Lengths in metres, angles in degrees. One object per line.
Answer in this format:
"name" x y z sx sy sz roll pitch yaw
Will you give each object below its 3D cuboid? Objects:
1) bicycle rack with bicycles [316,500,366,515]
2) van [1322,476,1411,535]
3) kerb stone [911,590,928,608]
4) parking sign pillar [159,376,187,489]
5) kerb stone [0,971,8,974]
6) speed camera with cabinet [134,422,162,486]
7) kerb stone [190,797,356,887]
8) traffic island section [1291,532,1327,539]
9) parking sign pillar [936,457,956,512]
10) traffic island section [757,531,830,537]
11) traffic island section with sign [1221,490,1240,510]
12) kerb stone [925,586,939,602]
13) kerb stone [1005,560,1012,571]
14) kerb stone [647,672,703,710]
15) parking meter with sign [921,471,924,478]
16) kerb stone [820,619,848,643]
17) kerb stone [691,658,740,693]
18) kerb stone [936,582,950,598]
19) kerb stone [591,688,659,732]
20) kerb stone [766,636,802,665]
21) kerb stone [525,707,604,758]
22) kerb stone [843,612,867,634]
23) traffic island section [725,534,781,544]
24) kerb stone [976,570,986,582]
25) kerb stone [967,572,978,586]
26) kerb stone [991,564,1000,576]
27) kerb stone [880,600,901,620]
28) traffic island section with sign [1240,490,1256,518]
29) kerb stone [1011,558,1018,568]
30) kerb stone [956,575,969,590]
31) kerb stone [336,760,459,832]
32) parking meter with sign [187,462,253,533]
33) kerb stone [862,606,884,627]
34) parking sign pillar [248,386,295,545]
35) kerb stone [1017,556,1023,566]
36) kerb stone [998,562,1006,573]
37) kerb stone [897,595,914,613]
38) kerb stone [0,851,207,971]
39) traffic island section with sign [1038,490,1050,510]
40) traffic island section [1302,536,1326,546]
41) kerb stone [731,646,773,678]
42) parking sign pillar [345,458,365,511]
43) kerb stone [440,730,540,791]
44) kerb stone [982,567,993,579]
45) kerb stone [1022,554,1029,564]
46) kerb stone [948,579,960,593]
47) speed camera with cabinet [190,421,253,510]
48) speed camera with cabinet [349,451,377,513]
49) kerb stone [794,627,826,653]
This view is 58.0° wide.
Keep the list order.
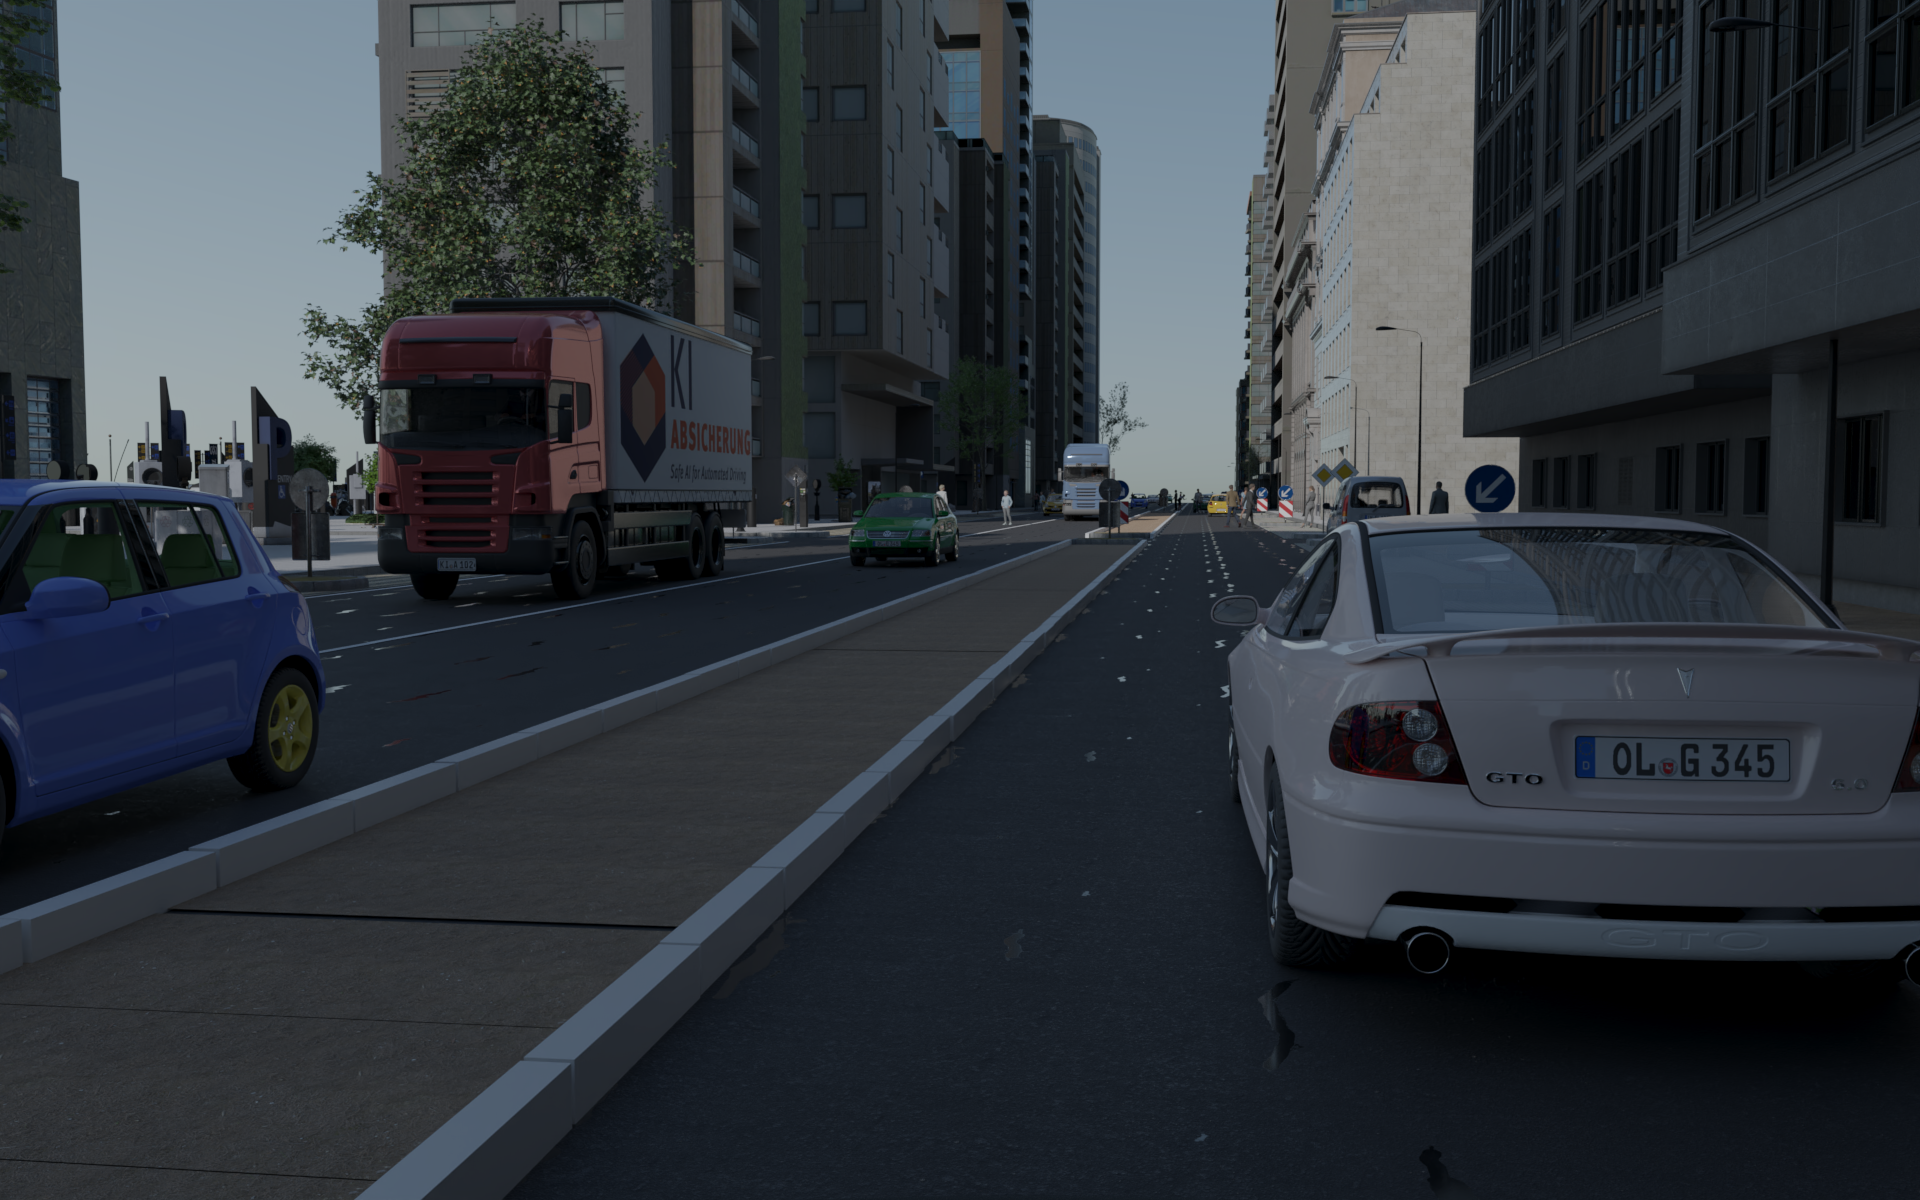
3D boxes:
"bicycle rack with bicycles" -37.915 -5.700 106.575 2.925 0.926 2.852 0 4 5
"van" 9.617 -2.070 40.852 2.013 2.044 4.112 0 4 7
"kerb stone" -0.581 0.012 21.994 0.120 0.150 1.000 0 4 8
"parking sign pillar" -18.305 -3.173 40.343 1.447 3.967 1.447 -1 4 -19
"kerb stone" -2.955 1.068 4.736 0.120 0.150 1.000 0 4 8
"speed camera with cabinet" -22.616 -3.207 46.776 2.038 3.252 0.660 -3 4 -37
"kerb stone" -2.668 0.944 6.767 0.120 0.150 1.000 0 4 8
"traffic island section" 11.842 -2.084 56.361 2.009 0.180 2.903 0 4 8
"parking sign pillar" -1.027 -8.355 125.084 1.447 3.967 1.447 -1 4 -17
"traffic island section" -5.586 -2.230 58.746 2.009 0.180 2.903 0 4 8
"traffic island section with sign" 28.736 -10.601 181.951 1.989 1.847 2.006 0 4 8
"kerb stone" -0.440 -0.050 23.015 0.120 0.150 1.000 0 4 8
"kerb stone" 0.811 -0.610 32.169 0.120 0.150 1.000 0 4 8
"kerb stone" -1.973 0.637 11.842 0.120 0.150 1.000 0 4 8
"parking meter with sign" -3.315 -8.178 129.975 0.543 3.016 1.738 1 4 22
"kerb stone" -1.279 0.324 16.912 0.120 0.150 1.000 0 4 8
"kerb stone" -1.838 0.572 12.855 0.120 0.150 1.000 0 4 8
"kerb stone" -0.309 -0.112 24.029 0.120 0.150 1.000 0 4 8
"kerb stone" -2.114 0.695 10.829 0.120 0.150 1.000 0 4 8
"kerb stone" -1.554 0.447 14.884 0.120 0.150 1.000 0 4 8
"kerb stone" -2.259 0.757 9.817 0.120 0.150 1.000 0 4 8
"kerb stone" -1.138 0.261 17.931 0.120 0.150 1.000 0 4 8
"traffic island section" -6.671 -1.746 50.834 2.009 0.180 2.903 0 4 8
"kerb stone" 0.253 -0.352 28.087 0.120 0.150 1.000 0 4 8
"kerb stone" 0.116 -0.298 27.073 0.120 0.150 1.000 0 4 8
"kerb stone" 0.529 -0.485 30.132 0.120 0.150 1.000 0 4 8
"kerb stone" -0.856 0.137 19.960 0.120 0.150 1.000 0 4 8
"traffic island section with sign" 18.213 -5.906 105.196 1.989 1.847 2.006 0 4 8
"kerb stone" 0.951 -0.673 33.193 0.120 0.150 1.000 0 4 8
"kerb stone" -0.031 -0.236 26.059 0.120 0.150 1.000 0 4 8
"kerb stone" -2.534 0.884 7.780 0.120 0.150 1.000 0 4 8
"parking meter with sign" -19.049 -2.937 44.273 1.738 3.016 0.543 -1 4 -14
"kerb stone" -1.004 0.199 18.945 0.120 0.150 1.000 0 4 8
"parking sign pillar" -17.432 -3.395 43.984 1.447 3.967 1.447 0 4 7
"kerb stone" 1.093 -0.735 34.206 0.120 0.150 1.000 0 4 8
"kerb stone" 0.670 -0.548 31.147 0.120 0.150 1.000 0 4 8
"kerb stone" -0.724 0.075 20.974 0.120 0.150 1.000 0 4 8
"kerb stone" -2.807 1.012 5.754 0.120 0.150 1.000 0 4 8
"traffic island section with sign" 7.942 -9.100 157.410 1.989 1.847 2.006 0 4 8
"traffic island section" 10.758 -1.601 48.450 2.009 0.180 2.903 0 4 8
"kerb stone" -1.698 0.509 13.869 0.120 0.150 1.000 0 4 8
"parking sign pillar" -45.500 -8.663 130.119 1.447 3.967 1.447 -3 5 -43
"kerb stone" -2.394 0.820 8.801 0.120 0.150 1.000 0 4 8
"kerb stone" 0.390 -0.423 29.111 0.120 0.150 1.000 0 4 8
"kerb stone" 1.234 -0.797 35.228 0.120 0.150 1.000 0 4 8
"kerb stone" -0.165 -0.174 25.041 0.120 0.150 1.000 0 4 8
"speed camera with cabinet" -19.531 -3.160 45.999 0.660 3.252 2.038 1 4 15
"speed camera with cabinet" -27.331 -5.280 80.660 2.038 3.252 0.660 -1 4 -23
"kerb stone" -1.418 0.385 15.897 0.120 0.150 1.000 0 4 8
